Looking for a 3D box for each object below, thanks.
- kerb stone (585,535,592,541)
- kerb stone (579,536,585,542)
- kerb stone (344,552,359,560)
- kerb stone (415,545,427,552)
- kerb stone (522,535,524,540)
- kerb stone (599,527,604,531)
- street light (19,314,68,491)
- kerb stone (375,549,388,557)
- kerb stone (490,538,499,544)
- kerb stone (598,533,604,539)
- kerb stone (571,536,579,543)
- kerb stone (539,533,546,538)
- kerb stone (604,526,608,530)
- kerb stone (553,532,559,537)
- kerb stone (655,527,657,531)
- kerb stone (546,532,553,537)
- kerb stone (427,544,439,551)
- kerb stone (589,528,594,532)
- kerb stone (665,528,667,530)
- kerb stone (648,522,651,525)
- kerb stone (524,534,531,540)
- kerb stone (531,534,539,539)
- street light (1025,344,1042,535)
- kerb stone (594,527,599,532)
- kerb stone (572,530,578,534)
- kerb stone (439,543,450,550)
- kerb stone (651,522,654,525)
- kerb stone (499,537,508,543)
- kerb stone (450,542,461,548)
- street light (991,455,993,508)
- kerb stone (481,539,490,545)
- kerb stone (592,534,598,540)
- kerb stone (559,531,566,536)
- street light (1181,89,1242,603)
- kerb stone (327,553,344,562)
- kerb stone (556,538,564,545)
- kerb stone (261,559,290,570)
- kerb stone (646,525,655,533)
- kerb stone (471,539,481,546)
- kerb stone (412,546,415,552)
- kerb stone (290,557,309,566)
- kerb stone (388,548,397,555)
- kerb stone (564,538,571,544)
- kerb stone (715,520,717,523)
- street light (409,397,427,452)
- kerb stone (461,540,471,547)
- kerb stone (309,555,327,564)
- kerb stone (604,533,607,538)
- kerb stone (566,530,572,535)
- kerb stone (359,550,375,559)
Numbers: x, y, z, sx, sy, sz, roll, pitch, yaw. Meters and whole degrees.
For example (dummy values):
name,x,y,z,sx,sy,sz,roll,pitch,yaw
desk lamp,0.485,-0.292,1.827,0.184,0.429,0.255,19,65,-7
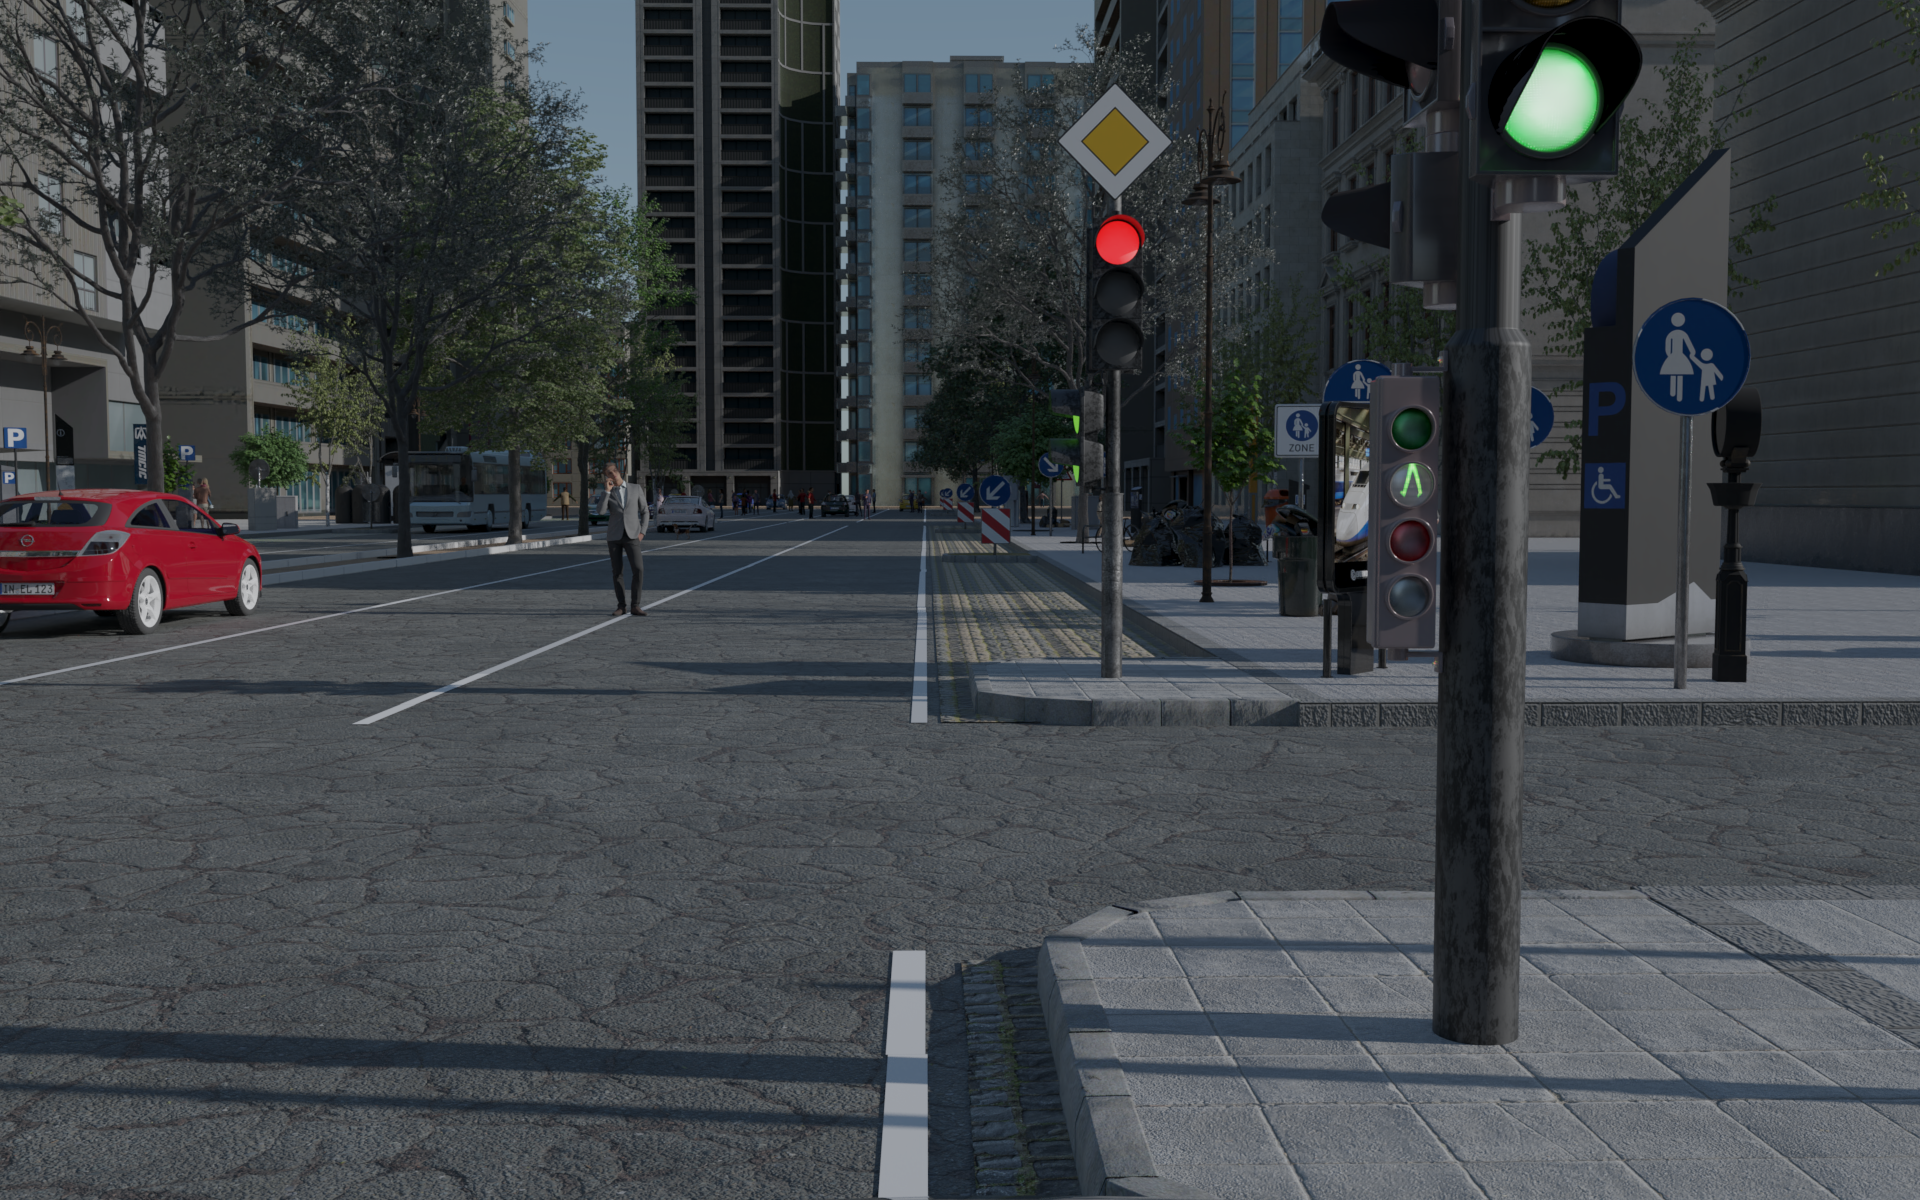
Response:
name,x,y,z,sx,sy,sz,roll,pitch,yaw
kerb stone,-11.476,-1.880,52.930,0.120,0.150,1.000,0,4,-1
kerb stone,-11.465,-1.817,51.908,0.120,0.150,1.000,0,4,-1
kerb stone,-13.285,-0.933,37.501,0.120,0.150,1.000,0,4,-1
kerb stone,-13.382,-1.250,42.649,0.120,0.150,1.000,0,4,-1
kerb stone,-13.575,-1.878,52.922,0.120,0.150,1.000,0,4,-1
kerb stone,-13.851,-2.690,66.246,0.120,0.150,1.000,0,4,-1
street light,-23.601,-4.401,44.742,0.468,5.910,1.993,0,4,-1
kerb stone,-13.325,-1.061,39.545,0.120,0.150,1.000,0,4,-1
kerb stone,-13.520,-1.690,49.838,0.120,0.150,1.000,0,4,-1
kerb stone,-11.532,-2.006,54.987,0.120,0.150,1.000,0,4,-1
kerb stone,-11.440,-1.753,50.879,0.120,0.150,1.000,0,4,-1
kerb stone,-13.647,-2.066,56.006,0.120,0.150,1.000,0,4,-1
kerb stone,-13.863,-2.757,67.269,0.120,0.150,1.000,0,4,-1
kerb stone,-13.687,-2.187,58.050,0.120,0.150,1.000,0,4,-1
kerb stone,-11.744,-2.694,66.281,0.120,0.150,1.000,0,4,-1
kerb stone,-13.665,-2.127,57.028,0.120,0.150,1.000,0,4,-1
kerb stone,-13.408,-1.311,43.681,0.120,0.150,1.000,0,4,-1
kerb stone,-13.808,-2.569,64.199,0.120,0.150,1.000,0,4,-1
kerb stone,-11.791,-2.822,68.333,0.120,0.150,1.000,0,4,-1
kerb stone,-14.074,-3.385,77.546,0.120,0.150,1.000,0,4,-1
kerb stone,-13.603,-1.942,53.955,0.120,0.150,1.000,0,4,-1
kerb stone,-13.625,-2.005,54.984,0.120,0.150,1.000,0,4,-1
street light,2.276,-4.944,53.626,0.468,5.910,1.993,0,4,-1
kerb stone,-13.831,-2.632,65.221,0.120,0.150,1.000,0,4,-1
kerb stone,-13.750,-2.381,61.128,0.120,0.150,1.000,0,4,-1
kerb stone,-13.424,-1.375,44.707,0.120,0.150,1.000,0,4,-1
kerb stone,-14.099,-3.511,79.598,0.120,0.150,1.000,0,4,-1
kerb stone,-13.547,-1.754,50.873,0.120,0.150,1.000,0,4,-1
kerb stone,-13.446,-1.440,45.736,0.120,0.150,1.000,0,4,-1
street light,1.629,-6.975,86.837,0.468,5.910,1.993,0,4,-1
kerb stone,-13.500,-1.628,48.816,0.120,0.150,1.000,0,4,-1
kerb stone,-11.507,-1.942,53.954,0.120,0.150,1.000,0,4,-1
kerb stone,-13.703,-2.253,59.076,0.120,0.150,1.000,0,4,-1
street light,2.929,-2.911,20.381,0.468,5.910,1.993,0,4,-1
kerb stone,-13.262,-0.865,36.468,0.120,0.150,1.000,0,4,-1
kerb stone,-11.403,-1.629,48.829,0.120,0.150,1.000,0,4,-1
kerb stone,-13.203,-0.684,33.387,0.120,0.150,1.000,0,4,-1
kerb stone,-11.729,-2.629,65.249,0.120,0.150,1.000,0,4,-1
kerb stone,-13.486,-1.565,47.790,0.120,0.150,1.000,0,4,-1
kerb stone,-13.366,-1.188,41.614,0.120,0.150,1.000,0,4,-1
kerb stone,-13.220,-0.747,34.416,0.120,0.150,1.000,0,4,-1
kerb stone,-13.337,-1.125,40.587,0.120,0.150,1.000,0,4,-1
kerb stone,-11.428,-1.692,49.855,0.120,0.150,1.000,0,4,-1
kerb stone,-12.138,-3.889,85.783,0.120,0.150,1.000,0,4,-1
street light,-24.211,-6.411,77.601,0.468,5.910,1.993,0,4,-1
kerb stone,-13.463,-1.499,46.767,0.120,0.150,1.000,0,4,-1
kerb stone,-13.242,-0.810,35.443,0.120,0.150,1.000,0,4,-1
kerb stone,-11.547,-2.067,56.010,0.120,0.150,1.000,0,4,-1
kerb stone,-13.725,-2.317,60.106,0.120,0.150,1.000,0,4,-1
kerb stone,-13.298,-0.999,38.523,0.120,0.150,1.000,0,4,-1
